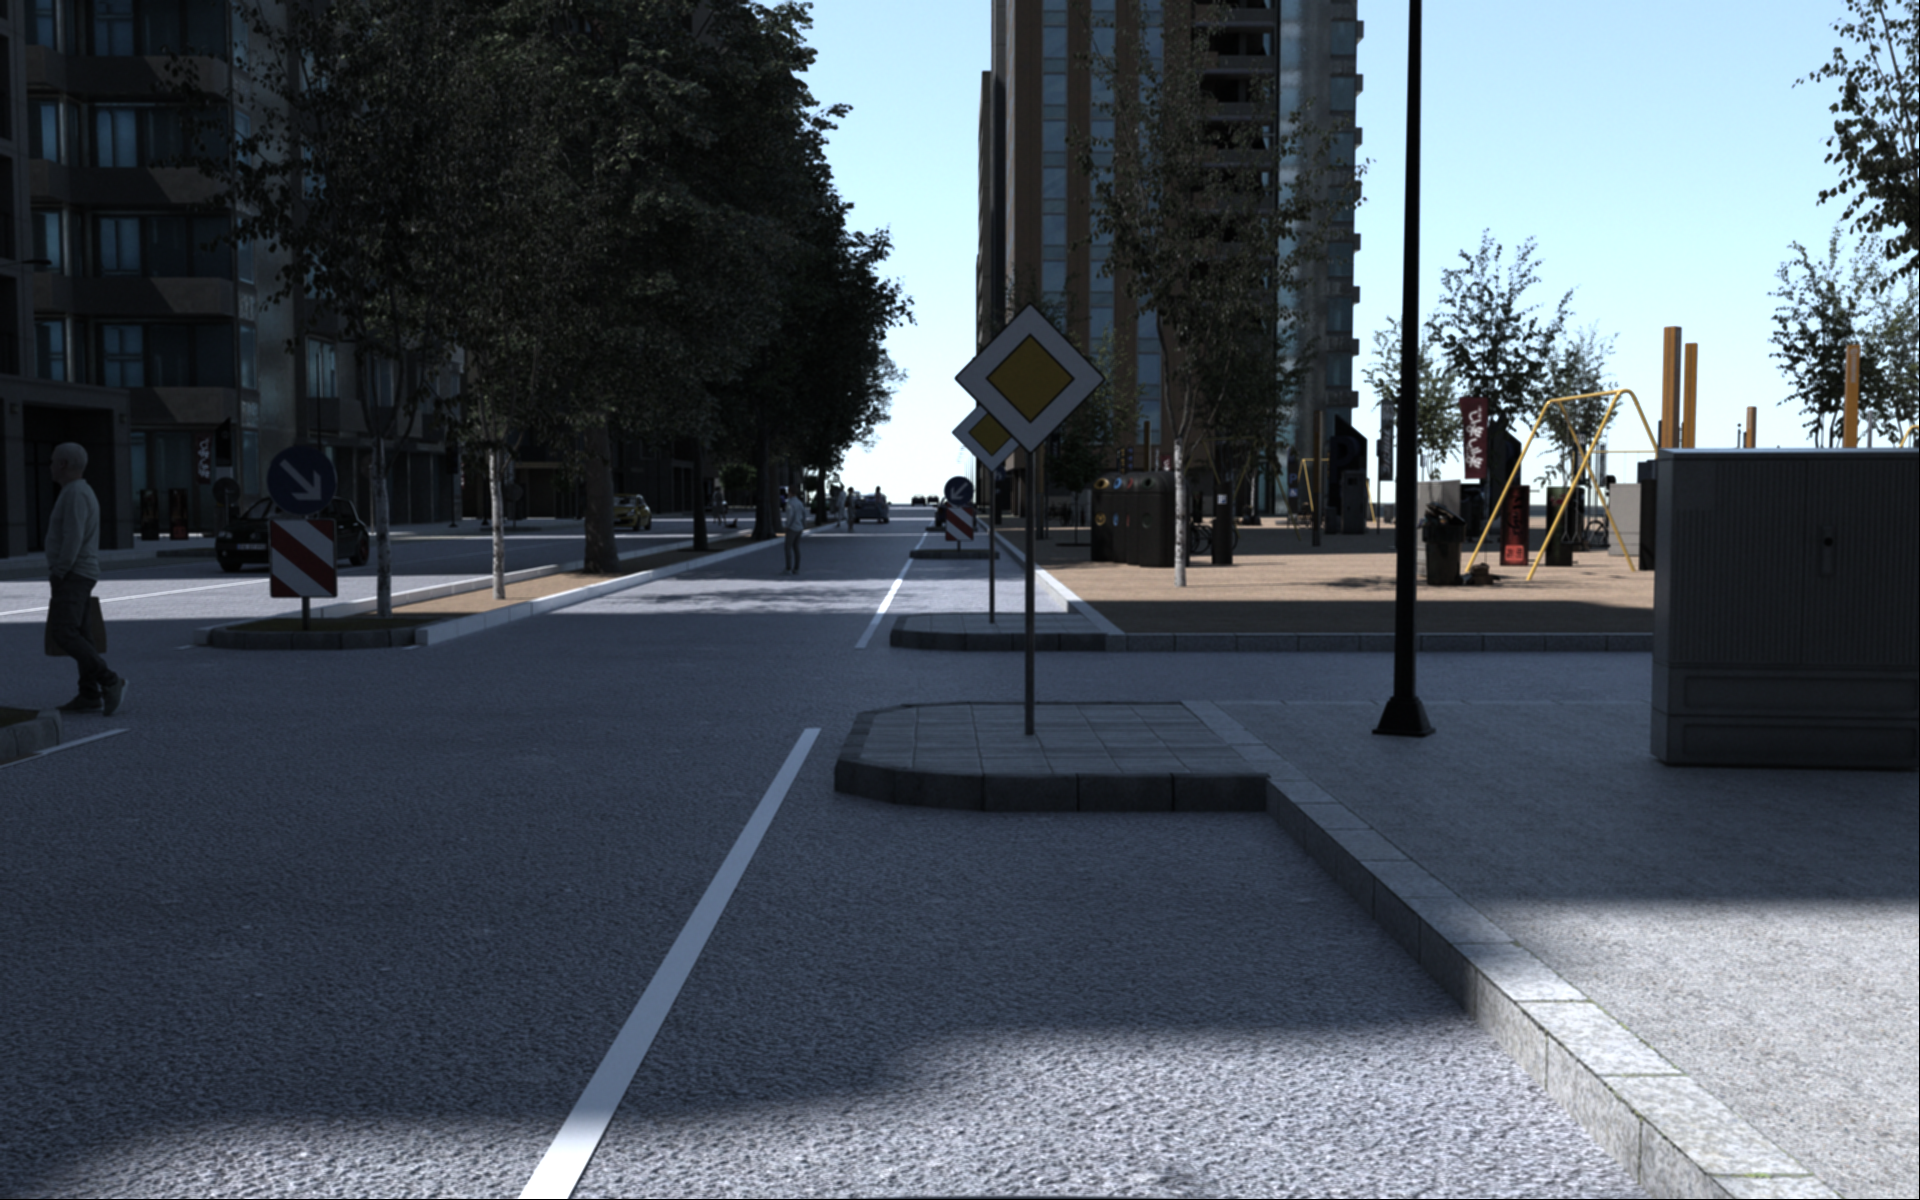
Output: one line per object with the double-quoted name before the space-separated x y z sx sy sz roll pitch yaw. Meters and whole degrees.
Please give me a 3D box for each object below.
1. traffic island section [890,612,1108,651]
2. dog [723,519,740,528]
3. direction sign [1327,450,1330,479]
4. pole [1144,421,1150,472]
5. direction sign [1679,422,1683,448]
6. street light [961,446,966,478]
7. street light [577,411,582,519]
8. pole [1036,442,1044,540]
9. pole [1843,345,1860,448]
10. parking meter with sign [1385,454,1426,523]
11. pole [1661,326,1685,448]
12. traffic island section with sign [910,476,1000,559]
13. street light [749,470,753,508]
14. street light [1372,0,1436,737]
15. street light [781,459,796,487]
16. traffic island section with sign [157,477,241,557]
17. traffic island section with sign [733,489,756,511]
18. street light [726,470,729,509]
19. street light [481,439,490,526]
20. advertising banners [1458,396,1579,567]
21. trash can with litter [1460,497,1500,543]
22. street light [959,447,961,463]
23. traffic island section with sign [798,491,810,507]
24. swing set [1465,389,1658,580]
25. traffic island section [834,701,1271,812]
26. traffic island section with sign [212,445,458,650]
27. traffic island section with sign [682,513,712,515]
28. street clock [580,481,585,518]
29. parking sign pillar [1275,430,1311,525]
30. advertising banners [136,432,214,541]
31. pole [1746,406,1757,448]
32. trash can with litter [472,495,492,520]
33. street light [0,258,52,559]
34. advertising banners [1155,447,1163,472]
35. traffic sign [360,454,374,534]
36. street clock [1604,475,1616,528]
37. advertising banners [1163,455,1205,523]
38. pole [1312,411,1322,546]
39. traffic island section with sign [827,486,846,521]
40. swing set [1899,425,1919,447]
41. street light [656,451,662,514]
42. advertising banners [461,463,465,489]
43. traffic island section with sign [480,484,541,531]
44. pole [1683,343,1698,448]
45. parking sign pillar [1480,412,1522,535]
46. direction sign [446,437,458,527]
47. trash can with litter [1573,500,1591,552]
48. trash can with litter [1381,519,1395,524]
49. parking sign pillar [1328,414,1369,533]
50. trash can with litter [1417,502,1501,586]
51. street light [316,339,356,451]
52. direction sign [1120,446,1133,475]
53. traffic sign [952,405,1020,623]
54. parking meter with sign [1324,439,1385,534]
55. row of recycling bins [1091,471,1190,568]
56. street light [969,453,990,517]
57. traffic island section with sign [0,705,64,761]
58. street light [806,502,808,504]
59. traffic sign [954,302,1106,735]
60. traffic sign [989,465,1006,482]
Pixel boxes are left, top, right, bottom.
"traffic island section" 0.338 0.308 17.237 2.009 0.180 2.903 0 4 0
"dog" -9.578 -3.205 72.600 0.748 0.427 0.550 3 4 38
"direction sign" 19.148 -5.972 89.632 0.379 3.537 0.876 0 4 -5
"pole" 5.237 -3.343 48.499 0.158 3.312 0.155 0 3 0
"direction sign" 22.715 -3.842 54.806 0.379 3.537 0.876 -3 4 -38
"street light" 1.023 -9.818 133.070 1.470 5.913 1.316 0 4 0
"street light" -18.814 -7.053 87.851 1.470 5.913 1.316 0 4 0
"pole" 2.227 -3.326 48.225 0.158 3.312 0.155 0 3 0
"pole" 12.211 -1.831 23.778 0.158 3.312 0.155 0 3 0
"parking meter with sign" 19.675 -4.919 76.693 1.738 3.016 0.543 2 4 33
"pole" 8.683 -1.673 21.195 0.158 3.312 0.155 0 3 0
"traffic island section with sign" -0.130 -1.857 38.984 1.989 1.847 2.006 0 4 0
"street light" -19.352 -11.771 164.990 1.470 5.913 1.316 0 4 0
"street light" 1.846 -2.238 9.135 1.470 5.913 1.316 0 4 0
"street light" -19.618 -13.650 195.719 1.470 5.913 1.316 0 4 0
"traffic island section with sign" -17.107 -1.915 39.941 1.989 1.847 2.006 0 4 0
"traffic island section with sign" -17.813 -8.288 144.140 1.989 1.847 2.006 0 4 0
"street light" -19.294 -10.691 147.345 1.470 5.913 1.316 0 4 0
"street light" -18.820 -5.989 70.455 1.470 5.913 1.316 0 4 0
"advertising banners" 9.914 -2.117 30.802 2.074 3.025 0.090 1 4 19
"trash can with litter" 13.650 -2.116 45.656 2.233 1.210 1.678 0 4 -7
"street light" 0.862 -10.882 150.465 1.470 5.913 1.316 0 4 0
"traffic island section with sign" -18.166 -11.577 197.911 1.989 1.847 2.006 0 4 0
"swing set" 9.814 -1.798 27.025 2.862 2.851 3.119 0 4 -2
"traffic island section" 0.392 0.797 9.252 2.009 0.180 2.903 0 4 0
"traffic island section with sign" -6.159 -0.533 16.855 2.006 1.907 1.989 0 4 0
"traffic island section with sign" -17.632 -6.626 116.969 1.989 1.847 2.006 0 4 0
"street clock" -20.218 -5.382 92.568 0.358 2.002 0.471 -1 4 -16
"parking sign pillar" 13.866 -5.111 72.030 1.447 3.967 1.447 1 4 11
"advertising banners" -21.809 -3.182 48.216 2.074 3.025 0.090 -3 4 -39
"pole" 18.437 -2.849 40.423 0.158 3.312 0.155 0 3 0
"trash can with litter" -24.009 -4.701 87.920 1.678 1.210 2.233 -2 4 -34
"street light" -18.587 -3.775 34.268 1.470 5.913 1.316 0 4 0
"advertising banners" 7.097 -4.181 64.554 0.090 3.025 2.074 2 4 25
"traffic sign" -18.897 -3.396 55.631 0.768 2.556 0.104 0 4 2
"street clock" 24.923 -3.785 66.462 0.358 2.002 0.471 -1 4 -12
"advertising banners" 9.862 -4.937 76.913 2.074 3.025 0.090 2 4 27
"pole" 8.781 -2.979 42.553 0.158 3.312 0.155 0 3 0
"traffic island section with sign" -6.672 -5.129 91.991 2.006 1.907 1.989 0 4 0
"swing set" 21.614 -2.479 38.152 2.862 2.851 3.119 0 4 4
"street light" -19.001 -8.546 112.263 1.470 5.913 1.316 0 4 0
"advertising banners" -26.578 -5.749 90.180 2.074 3.025 0.090 1 4 18
"traffic island section with sign" -17.294 -3.564 66.896 1.989 1.847 2.006 0 4 0
"pole" 9.884 -1.814 23.498 0.158 3.312 0.155 0 3 0
"parking sign pillar" 16.974 -4.080 55.186 1.447 3.967 1.447 2 4 35
"direction sign" -19.666 -4.594 67.115 0.379 3.537 0.876 -3 5 -44
"trash can with litter" 13.654 -1.664 38.600 0.624 1.170 1.055 3 5 40
"trash can with litter" 18.647 -3.858 74.133 1.678 1.210 2.233 1 4 21
"parking sign pillar" 12.914 -4.233 57.681 1.447 3.967 1.447 -3 4 -37
"trash can with litter" 7.030 -0.797 24.422 1.055 1.170 0.624 0 4 -8
"street light" -18.665 -4.854 51.908 1.470 5.913 1.316 0 4 0
"direction sign" 7.864 -5.501 81.941 0.379 3.537 0.876 -3 4 -38
"traffic sign" 0.315 -0.827 17.160 0.795 2.450 0.064 0 4 0
"parking meter with sign" 12.502 -3.600 55.128 1.738 3.016 0.543 0 4 2
"row of recycling bins" 3.307 -1.508 31.766 1.069 1.692 3.534 -1 4 -14
"street light" 1.299 -7.651 97.637 1.470 5.913 1.316 0 4 0
"traffic island section with sign" -6.119 -0.080 9.448 2.006 1.907 1.989 0 4 0
"street light" -19.700 -14.725 213.292 1.470 5.913 1.316 0 4 0
"traffic sign" 0.368 -0.338 9.175 0.795 2.450 0.064 0 4 0
"traffic sign" 1.625 -4.586 75.087 0.768 2.556 0.104 0 4 5
